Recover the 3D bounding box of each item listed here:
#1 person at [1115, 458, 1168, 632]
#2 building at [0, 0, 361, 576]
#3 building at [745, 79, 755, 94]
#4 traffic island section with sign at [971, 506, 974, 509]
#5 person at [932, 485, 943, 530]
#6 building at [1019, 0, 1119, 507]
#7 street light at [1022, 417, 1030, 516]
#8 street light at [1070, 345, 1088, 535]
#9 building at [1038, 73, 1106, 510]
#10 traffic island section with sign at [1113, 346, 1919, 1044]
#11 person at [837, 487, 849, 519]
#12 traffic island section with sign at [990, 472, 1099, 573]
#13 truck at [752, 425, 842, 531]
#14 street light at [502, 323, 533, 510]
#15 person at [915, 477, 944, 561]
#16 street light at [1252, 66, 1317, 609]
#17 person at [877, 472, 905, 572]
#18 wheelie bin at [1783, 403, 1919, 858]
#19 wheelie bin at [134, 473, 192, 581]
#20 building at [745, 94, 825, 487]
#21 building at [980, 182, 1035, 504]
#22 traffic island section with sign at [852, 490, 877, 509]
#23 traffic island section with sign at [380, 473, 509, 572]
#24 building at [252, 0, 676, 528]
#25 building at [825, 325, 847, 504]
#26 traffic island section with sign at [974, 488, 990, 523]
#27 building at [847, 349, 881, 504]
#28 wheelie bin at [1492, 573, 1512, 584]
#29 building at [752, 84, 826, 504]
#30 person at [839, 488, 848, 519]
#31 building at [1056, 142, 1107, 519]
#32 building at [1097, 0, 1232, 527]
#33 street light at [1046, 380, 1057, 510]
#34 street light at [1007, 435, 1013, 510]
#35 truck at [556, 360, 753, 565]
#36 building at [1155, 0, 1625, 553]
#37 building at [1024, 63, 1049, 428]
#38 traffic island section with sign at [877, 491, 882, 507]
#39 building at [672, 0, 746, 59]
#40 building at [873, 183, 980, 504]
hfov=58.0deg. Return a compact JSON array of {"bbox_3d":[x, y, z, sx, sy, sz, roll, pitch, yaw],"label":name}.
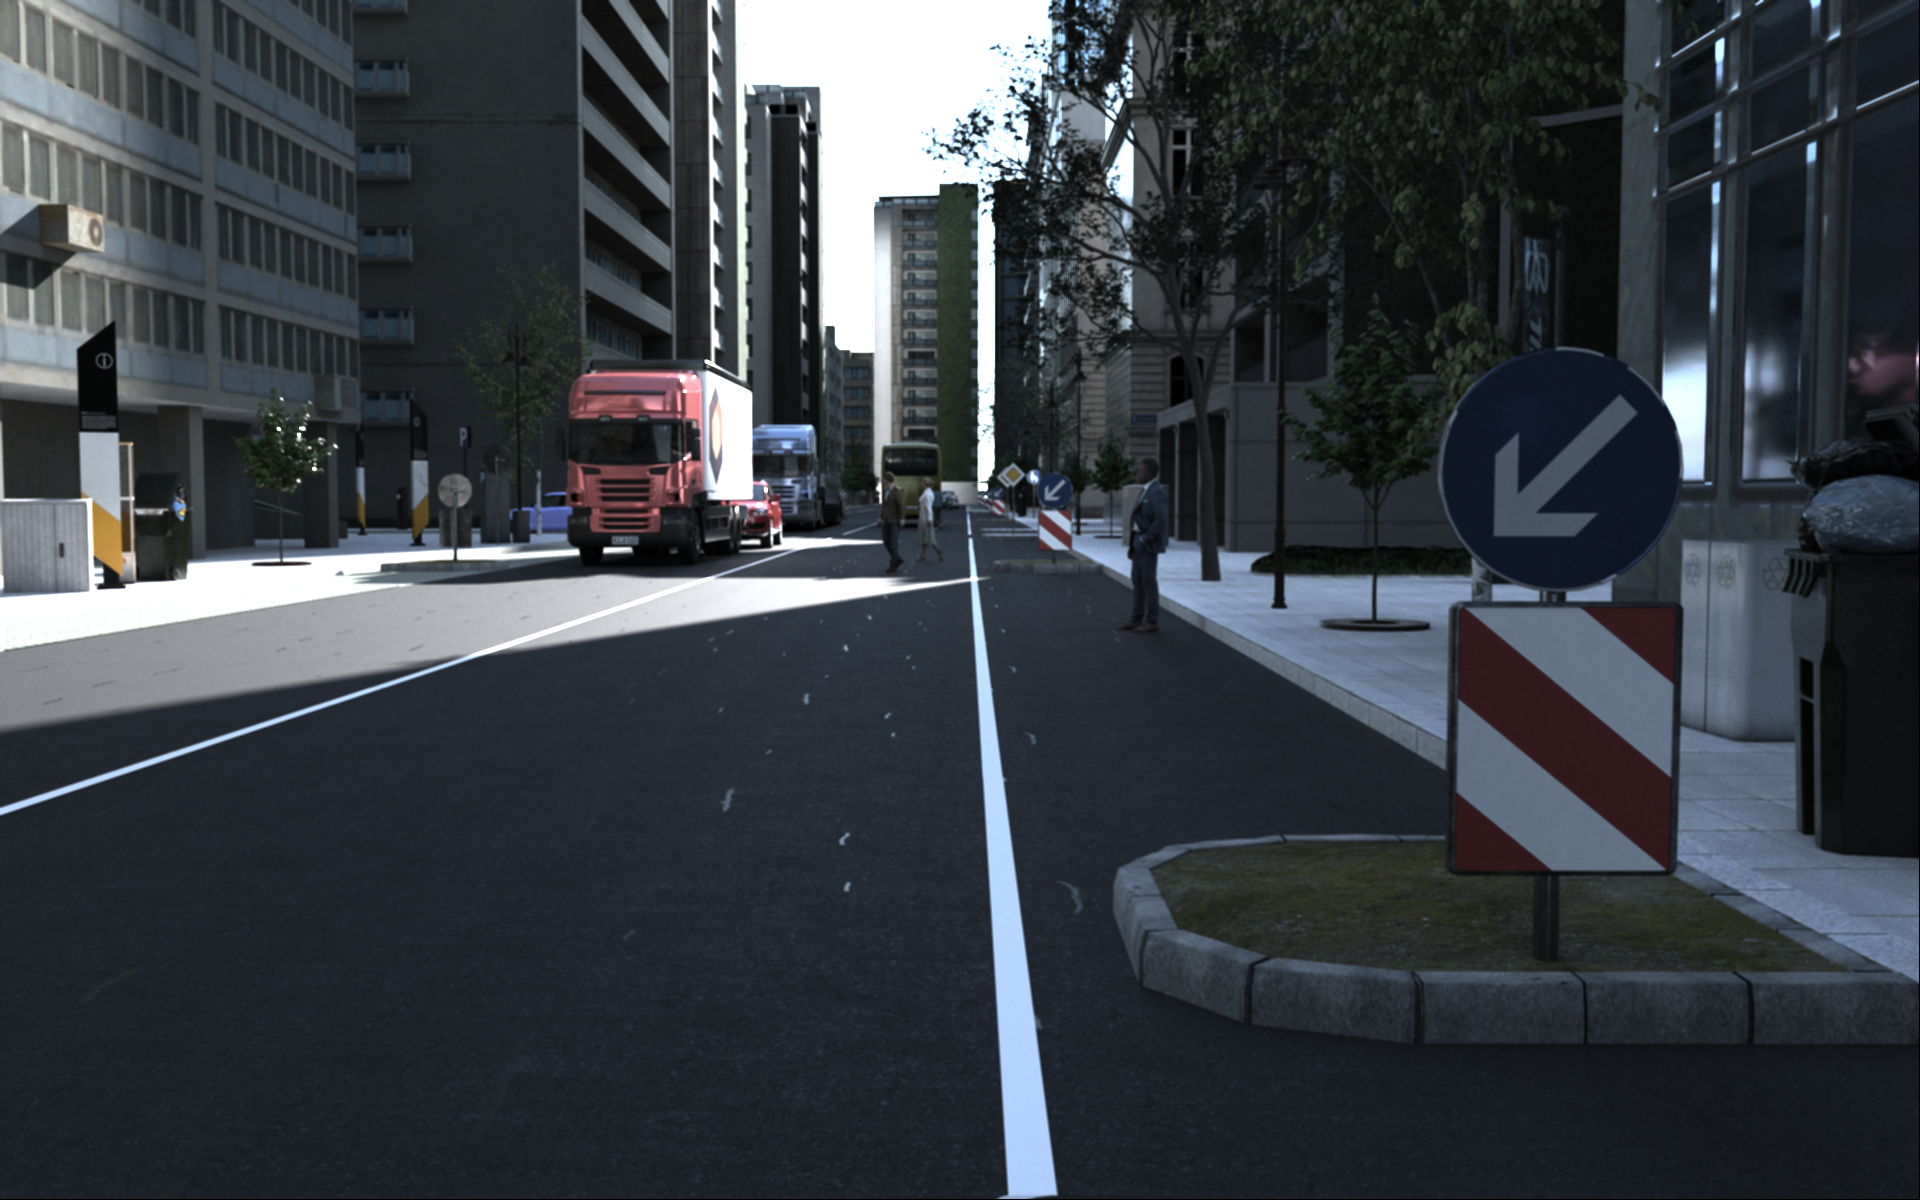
[{"bbox_3d":[1.943,-0.573,18.044,0.419,1.800,0.721,-1,4,-17],"label":"person"},{"bbox_3d":[-26.135,-20.966,34.671,23.993,40.220,32.217,0,4,0],"label":"building"},{"bbox_3d":[-29.925,-27.972,149.223,32.217,40.220,23.993,0,4,0],"label":"building"},{"bbox_3d":[1.910,-6.540,115.557,1.989,1.847,2.006,0,4,0],"label":"traffic island section with sign"},{"bbox_3d":[-0.897,-3.680,69.016,0.601,1.785,0.444,-2,4,-34],"label":"person"},{"bbox_3d":[17.182,-52.034,163.428,22.319,86.520,31.000,0,4,0],"label":"building"},{"bbox_3d":[3.920,-7.997,103.546,0.468,5.910,1.993,0,4,0],"label":"street light"},{"bbox_3d":[3.696,-4.959,53.875,0.468,5.910,1.993,0,4,0],"label":"street light"},{"bbox_3d":[11.658,-21.094,122.376,11.434,29.767,29.804,0,4,0],"label":"building"},{"bbox_3d":[1.518,0.194,5.456,1.989,1.847,2.006,0,4,0],"label":"traffic island section with sign"},{"bbox_3d":[-6.810,-5.578,99.483,0.659,1.850,0.755,2,4,29],"label":"person"},{"bbox_3d":[1.627,-1.455,32.411,1.989,1.847,2.006,0,4,0],"label":"traffic island section with sign"},{"bbox_3d":[-6.810,-5.106,73.246,2.967,4.110,18.799,0,4,0],"label":"truck"},{"bbox_3d":[-11.938,-4.529,46.841,0.468,5.910,1.993,0,4,0],"label":"street light"},{"bbox_3d":[-0.644,-1.727,36.958,0.641,1.798,0.478,1,4,23],"label":"person"},{"bbox_3d":[3.589,-2.844,19.295,0.468,5.910,1.993,0,4,0],"label":"street light"},{"bbox_3d":[-1.272,-1.449,32.099,0.656,1.842,0.836,1,4,19],"label":"person"},{"bbox_3d":[3.381,0.099,6.293,0.693,1.594,0.980,1,4,14],"label":"wheelie bin"},{"bbox_3d":[-11.892,-1.090,25.736,0.980,1.594,0.693,0,4,5],"label":"wheelie bin"},{"bbox_3d":[-17.675,-21.835,128.711,14.160,30.474,14.107,0,4,0],"label":"building"},{"bbox_3d":[17.083,-35.381,233.101,28.867,44.769,22.147,0,4,0],"label":"building"},{"bbox_3d":[-9.185,-9.529,164.434,1.989,1.847,2.006,0,4,0],"label":"traffic island section with sign"},{"bbox_3d":[-9.639,-1.471,32.672,1.989,1.847,2.006,0,4,0],"label":"traffic island section with sign"},{"bbox_3d":[-24.652,-27.516,73.594,21.300,48.544,21.600,0,4,0],"label":"building"},{"bbox_3d":[-28.760,-21.652,199.046,28.899,21.520,27.650,0,4,0],"label":"building"},{"bbox_3d":[1.817,-4.837,87.719,1.989,1.847,2.006,0,4,0],"label":"traffic island section with sign"},{"bbox_3d":[-25.881,-23.911,235.979,28.899,21.520,27.650,0,4,0],"label":"building"},{"bbox_3d":[7.742,-1.040,24.911,0.693,1.594,0.980,0,4,7],"label":"wheelie bin"},{"bbox_3d":[-20.669,-29.664,168.593,14.154,41.232,14.086,0,4,0],"label":"building"},{"bbox_3d":[-6.643,-5.464,98.044,0.583,1.804,0.606,-2,4,-33],"label":"person"},{"bbox_3d":[10.710,-15.216,97.933,9.793,20.994,18.267,0,4,0],"label":"building"},{"bbox_3d":[23.312,-15.340,69.889,34.723,24.649,14.460,0,4,0],"label":"building"},{"bbox_3d":[3.727,-5.975,70.474,0.468,5.910,1.993,0,4,0],"label":"street light"},{"bbox_3d":[3.988,-10.020,136.617,0.468,5.910,1.993,0,4,0],"label":"street light"},{"bbox_3d":[-6.494,-3.031,38.466,2.839,4.237,11.283,0,3,0],"label":"truck"},{"bbox_3d":[16.138,-36.823,40.316,20.563,71.187,20.611,0,4,0],"label":"building"},{"bbox_3d":[18.681,-35.239,195.773,23.786,49.044,30.456,0,4,0],"label":"building"},{"bbox_3d":[-9.084,-11.178,191.389,1.989,1.847,2.006,0,4,0],"label":"traffic island section with sign"},{"bbox_3d":[-20.882,-25.831,105.933,14.154,41.232,14.086,0,4,0],"label":"building"},{"bbox_3d":[-4.407,-33.418,229.976,14.086,41.232,14.154,0,4,0],"label":"building"}]
